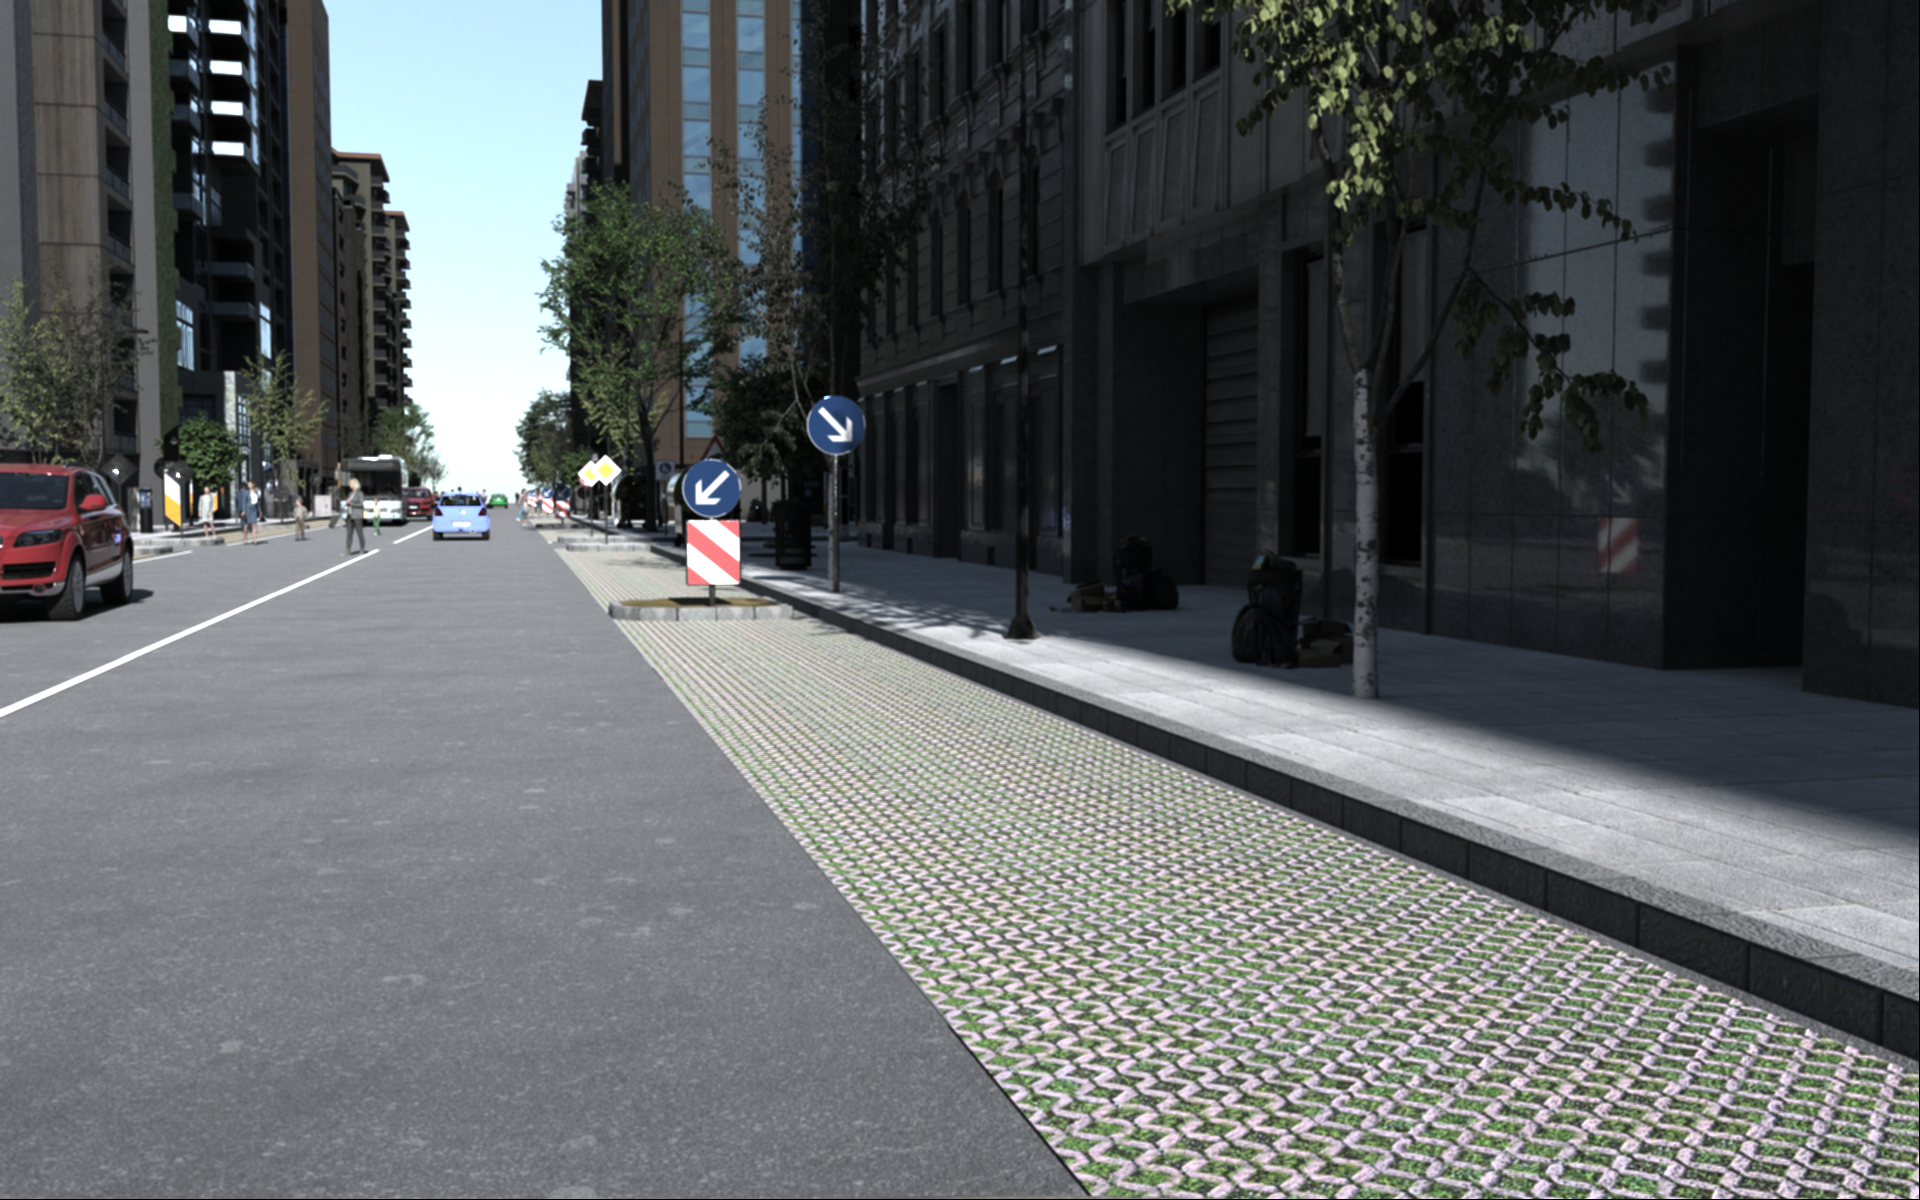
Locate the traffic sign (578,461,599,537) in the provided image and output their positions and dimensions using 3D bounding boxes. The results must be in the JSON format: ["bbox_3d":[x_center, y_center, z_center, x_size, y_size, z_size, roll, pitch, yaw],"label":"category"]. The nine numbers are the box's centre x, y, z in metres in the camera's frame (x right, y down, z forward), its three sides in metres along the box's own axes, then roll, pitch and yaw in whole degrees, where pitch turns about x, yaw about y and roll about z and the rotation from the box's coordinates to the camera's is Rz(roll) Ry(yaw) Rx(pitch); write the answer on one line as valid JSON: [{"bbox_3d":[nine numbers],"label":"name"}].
[{"bbox_3d":[-11.060,-2.956,51.970,0.795,2.450,0.064,-1,4,-15],"label":"traffic sign"}]

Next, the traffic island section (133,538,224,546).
[{"bbox_3d":[-22.112,-1.645,49.176,2.009,0.180,2.903,-1,4,-15],"label":"traffic island section"}]

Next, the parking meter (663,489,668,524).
[{"bbox_3d":[-12.920,-4.106,75.551,0.372,1.533,0.369,0,3,0],"label":"parking meter"}]

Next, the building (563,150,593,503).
[{"bbox_3d":[-44.024,-38.183,243.902,23.786,49.044,30.456,-1,4,-15],"label":"building"}]

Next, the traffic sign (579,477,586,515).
[{"bbox_3d":[-22.726,-6.422,105.102,0.768,2.556,0.104,-1,4,-13],"label":"traffic sign"}]

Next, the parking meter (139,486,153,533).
[{"bbox_3d":[-26.711,-2.962,56.839,0.372,1.533,0.369,0,3,0],"label":"parking meter"}]

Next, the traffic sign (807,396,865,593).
[{"bbox_3d":[-1.612,-1.370,22.501,0.768,2.556,0.104,-1,4,-14],"label":"traffic sign"}]

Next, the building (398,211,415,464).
[{"bbox_3d":[-93.285,-36.868,257.410,22.147,44.769,28.867,-1,4,-15],"label":"building"}]

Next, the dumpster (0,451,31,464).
[{"bbox_3d":[-21.682,-2.244,39.186,1.502,2.255,1.985,-1,4,-15],"label":"dumpster"}]

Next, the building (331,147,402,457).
[{"bbox_3d":[-82.408,-34.270,214.931,22.147,44.769,28.867,-1,4,-15],"label":"building"}]

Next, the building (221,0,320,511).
[{"bbox_3d":[-59.055,-42.128,127.053,20.563,71.187,20.611,-1,4,-15],"label":"building"}]

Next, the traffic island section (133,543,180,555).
[{"bbox_3d":[-20.094,-1.172,41.449,2.009,0.180,2.903,-1,4,-15],"label":"traffic island section"}]

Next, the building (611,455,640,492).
[{"bbox_3d":[-12.518,-41.358,114.452,20.563,71.187,20.611,-1,4,-15],"label":"building"}]

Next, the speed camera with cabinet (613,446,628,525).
[{"bbox_3d":[-14.011,-4.719,71.493,0.660,3.252,2.038,-1,4,-10],"label":"speed camera with cabinet"}]

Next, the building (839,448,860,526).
[{"bbox_3d":[9.544,-25.368,69.392,28.867,44.769,22.147,-1,4,-15],"label":"building"}]

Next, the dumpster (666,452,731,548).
[{"bbox_3d":[-6.186,-2.383,41.459,1.502,2.255,1.985,-1,4,-15],"label":"dumpster"}]

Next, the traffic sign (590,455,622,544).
[{"bbox_3d":[-9.042,-2.483,44.243,0.795,2.450,0.064,-1,4,-15],"label":"traffic sign"}]

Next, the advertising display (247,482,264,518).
[{"bbox_3d":[-37.536,-5.325,92.285,0.123,1.923,0.974,2,4,26],"label":"advertising display"}]

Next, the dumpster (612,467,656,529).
[{"bbox_3d":[-11.919,-3.725,63.401,1.502,2.255,1.985,-1,4,-15],"label":"dumpster"}]

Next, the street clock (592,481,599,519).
[{"bbox_3d":[-18.709,-5.150,88.777,0.358,2.002,0.471,2,4,28],"label":"street clock"}]

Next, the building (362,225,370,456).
[{"bbox_3d":[-67.529,-24.619,174.214,14.160,30.474,14.107,-1,4,-15],"label":"building"}]

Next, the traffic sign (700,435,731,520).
[{"bbox_3d":[-5.360,-2.323,37.993,0.884,2.594,0.081,-1,4,-9],"label":"traffic sign"}]

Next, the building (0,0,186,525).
[{"bbox_3d":[-38.928,-23.398,66.145,14.154,41.232,14.086,-1,4,-15],"label":"building"}]

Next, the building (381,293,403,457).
[{"bbox_3d":[-84.466,-28.512,237.871,14.160,30.474,14.107,-1,4,-15],"label":"building"}]

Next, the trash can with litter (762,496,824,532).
[{"bbox_3d":[-5.809,-2.929,58.945,2.233,1.210,1.678,3,5,42],"label":"trash can with litter"}]

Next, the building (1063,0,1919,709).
[{"bbox_3d":[9.800,-12.118,16.152,12.078,24.808,19.932,-1,4,-15],"label":"building"}]

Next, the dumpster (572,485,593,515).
[{"bbox_3d":[-23.346,-6.216,107.393,1.264,1.857,1.865,-1,4,-15],"label":"dumpster"}]

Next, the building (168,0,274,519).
[{"bbox_3d":[-52.682,-48.196,100.684,22.319,86.520,31.000,-1,4,-15],"label":"building"}]

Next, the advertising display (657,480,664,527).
[{"bbox_3d":[-11.619,-3.788,67.146,0.123,1.923,0.974,0,4,-1],"label":"advertising display"}]

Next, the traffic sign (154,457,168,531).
[{"bbox_3d":[-27.278,-3.632,59.491,0.768,2.556,0.104,0,4,-6],"label":"traffic sign"}]

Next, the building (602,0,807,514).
[{"bbox_3d":[-20.927,-29.843,138.049,14.600,45.320,14.200,-1,4,-15],"label":"building"}]

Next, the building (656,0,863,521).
[{"bbox_3d":[-9.678,-26.891,89.775,14.600,45.320,14.200,-1,4,-15],"label":"building"}]

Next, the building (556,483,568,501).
[{"bbox_3d":[-47.087,-35.488,272.105,32.217,40.220,23.993,-1,4,-15],"label":"building"}]

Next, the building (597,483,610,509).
[{"bbox_3d":[-17.058,-28.597,159.436,32.217,40.220,23.993,-1,4,-15],"label":"building"}]

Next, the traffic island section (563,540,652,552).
[{"bbox_3d":[-9.021,-1.348,44.326,2.009,0.180,2.903,-1,4,-15],"label":"traffic island section"}]

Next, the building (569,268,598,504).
[{"bbox_3d":[-42.666,-27.498,221.297,14.160,30.474,14.107,-1,4,-15],"label":"building"}]

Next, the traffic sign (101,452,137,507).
[{"bbox_3d":[-20.073,-2.309,41.393,0.795,2.450,0.064,-1,4,-15],"label":"traffic sign"}]

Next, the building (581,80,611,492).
[{"bbox_3d":[-28.639,-32.410,184.531,22.147,44.769,28.867,-1,4,-15],"label":"building"}]

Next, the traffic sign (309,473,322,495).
[{"bbox_3d":[-39.520,-6.493,106.261,0.768,2.556,0.104,-1,4,-11],"label":"traffic sign"}]

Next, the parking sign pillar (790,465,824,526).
[{"bbox_3d":[-6.140,-4.929,69.061,1.447,3.967,1.447,-2,4,-29],"label":"parking sign pillar"}]

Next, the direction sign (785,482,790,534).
[{"bbox_3d":[-5.488,-3.888,55.573,0.379,3.537,0.876,-2,4,-27],"label":"direction sign"}]

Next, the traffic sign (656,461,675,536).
[{"bbox_3d":[-8.948,-3.089,52.633,0.606,2.300,0.079,-1,4,-14],"label":"traffic sign"}]

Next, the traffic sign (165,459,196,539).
[{"bbox_3d":[-22.091,-2.782,49.120,0.795,2.450,0.064,-1,4,-15],"label":"traffic sign"}]

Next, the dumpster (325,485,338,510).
[{"bbox_3d":[-41.508,-6.685,115.062,1.264,1.857,1.865,-1,4,-14],"label":"dumpster"}]

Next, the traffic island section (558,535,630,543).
[{"bbox_3d":[-11.039,-1.821,52.053,2.009,0.180,2.903,-1,4,-15],"label":"traffic island section"}]

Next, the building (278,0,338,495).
[{"bbox_3d":[-60.614,-30.299,145.507,14.600,45.320,14.200,-1,4,-15],"label":"building"}]

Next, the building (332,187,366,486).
[{"bbox_3d":[-63.674,-23.790,160.665,14.160,30.474,14.107,-1,4,-15],"label":"building"}]

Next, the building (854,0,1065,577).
[{"bbox_3d":[4.271,-11.338,34.530,9.793,20.994,18.267,-1,4,-15],"label":"building"}]
